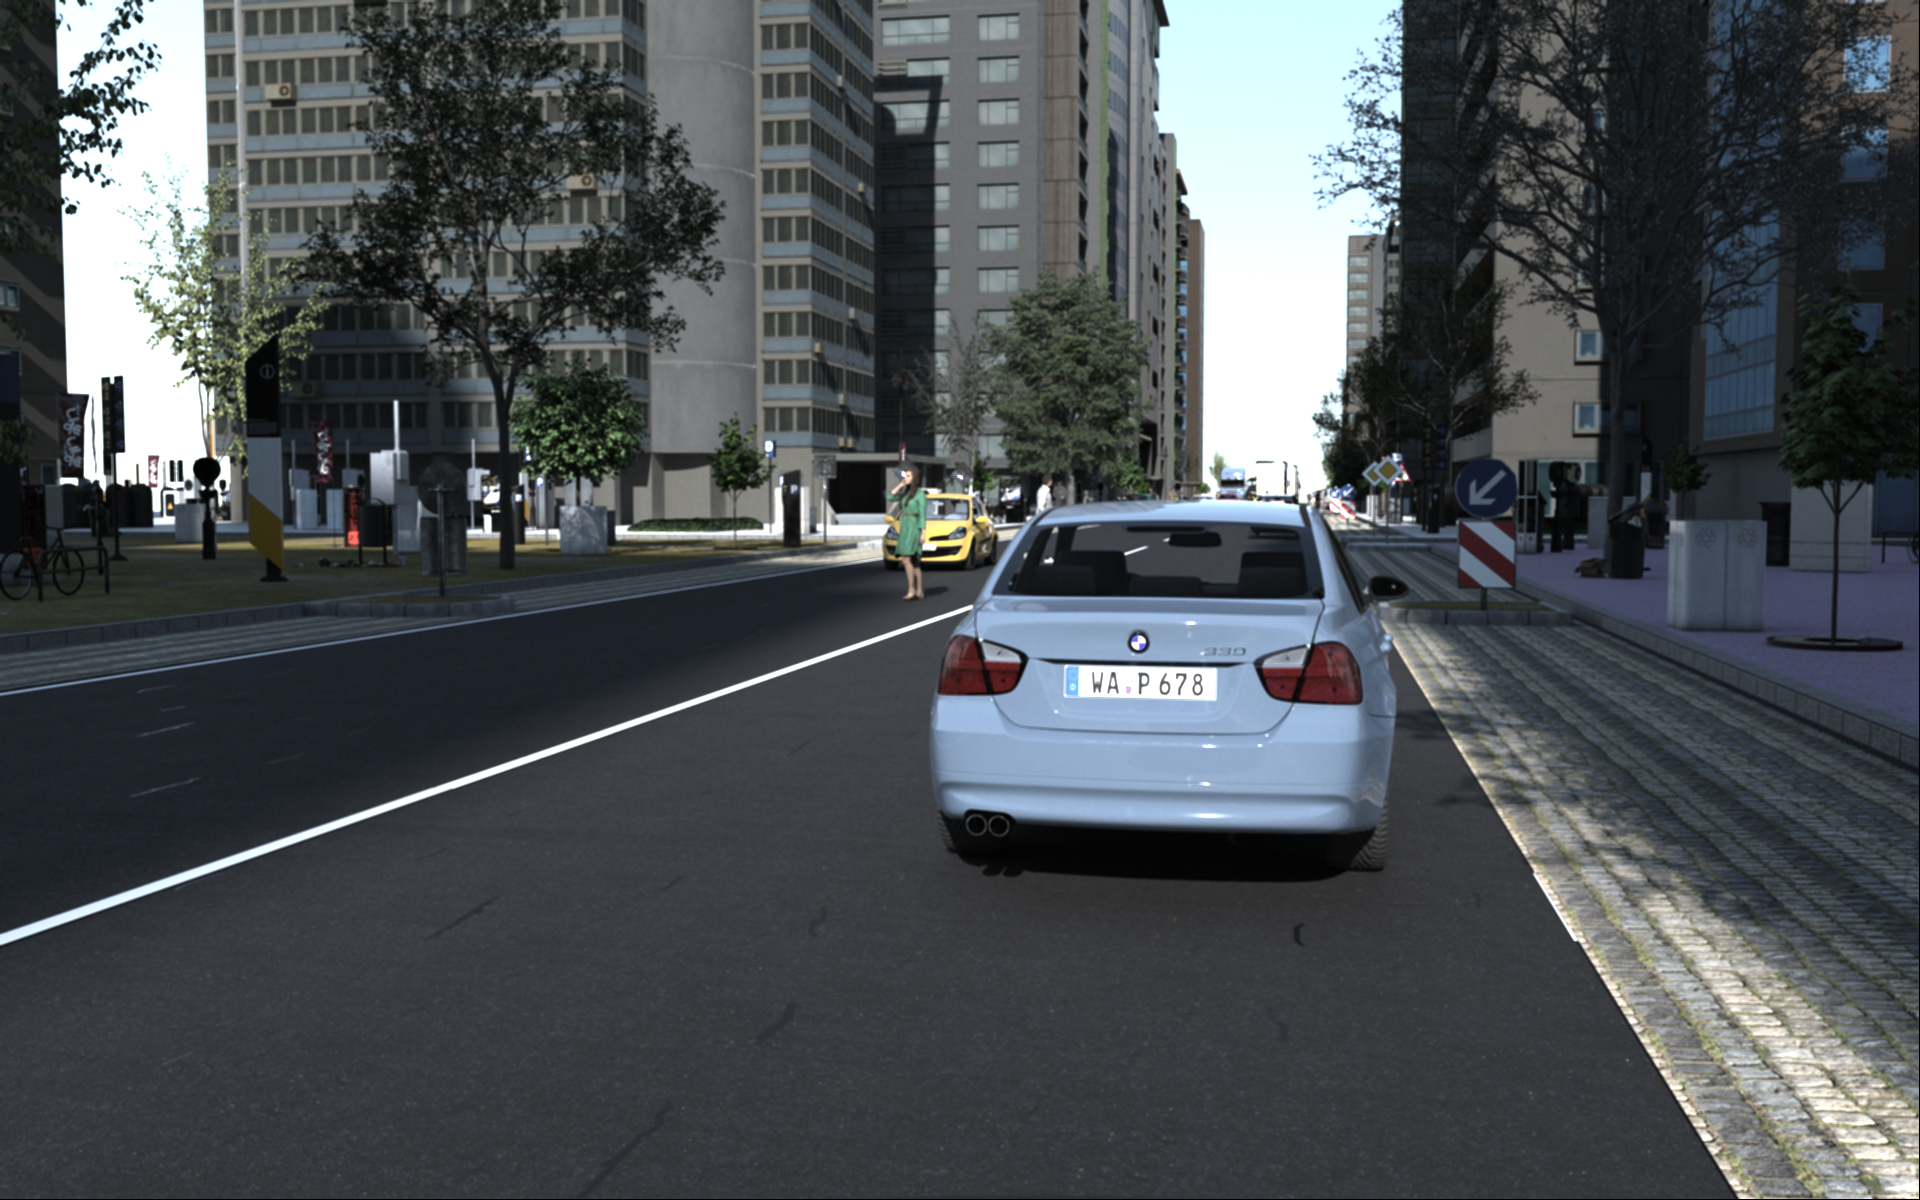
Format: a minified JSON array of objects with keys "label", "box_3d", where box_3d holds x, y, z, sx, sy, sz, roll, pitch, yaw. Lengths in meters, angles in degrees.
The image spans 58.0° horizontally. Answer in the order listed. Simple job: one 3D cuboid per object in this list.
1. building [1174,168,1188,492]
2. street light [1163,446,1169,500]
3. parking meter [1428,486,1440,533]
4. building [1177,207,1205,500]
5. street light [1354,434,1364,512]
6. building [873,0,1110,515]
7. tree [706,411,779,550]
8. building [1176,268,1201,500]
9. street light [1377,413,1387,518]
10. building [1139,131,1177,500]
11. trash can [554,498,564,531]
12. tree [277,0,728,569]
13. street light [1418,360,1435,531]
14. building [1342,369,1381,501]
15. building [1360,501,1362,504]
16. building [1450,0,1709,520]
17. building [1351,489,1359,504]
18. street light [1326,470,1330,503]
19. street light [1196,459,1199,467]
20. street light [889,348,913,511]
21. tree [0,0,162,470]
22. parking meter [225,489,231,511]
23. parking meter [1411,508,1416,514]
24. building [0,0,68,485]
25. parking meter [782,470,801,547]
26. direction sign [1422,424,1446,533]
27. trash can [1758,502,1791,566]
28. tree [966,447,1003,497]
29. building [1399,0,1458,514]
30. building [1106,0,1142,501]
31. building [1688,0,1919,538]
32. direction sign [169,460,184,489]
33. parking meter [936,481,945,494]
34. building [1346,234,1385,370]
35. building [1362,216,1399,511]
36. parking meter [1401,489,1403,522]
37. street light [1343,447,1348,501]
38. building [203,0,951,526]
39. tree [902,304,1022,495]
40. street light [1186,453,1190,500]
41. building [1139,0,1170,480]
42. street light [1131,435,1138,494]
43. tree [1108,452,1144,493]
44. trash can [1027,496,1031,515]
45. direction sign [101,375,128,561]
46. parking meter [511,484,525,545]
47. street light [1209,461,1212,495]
[{"label":"building","box_3d":[18.498,-35.142,229.195,22.147,44.769,28.867,1,4,11]},{"label":"street light","box_3d":[19.412,-11.659,163.419,0.468,5.910,1.993,1,4,11]},{"label":"parking meter","box_3d":[15.663,-2.988,57.266,0.372,1.533,0.369,0,3,0]},{"label":"building","box_3d":[31.324,-38.180,274.356,14.600,45.320,14.200,1,4,11]},{"label":"street light","box_3d":[28.814,-9.292,124.716,0.468,5.910,1.993,1,4,11]},{"label":"building","box_3d":[1.898,-26.204,112.033,14.154,41.232,14.086,1,4,11]},{"label":"tree","box_3d":[-5.215,-2.775,39.976,1.663,3.219,1.824,0,3,0]},{"label":"building","box_3d":[19.477,-34.551,256.787,32.217,40.220,23.993,1,4,11]},{"label":"street light","box_3d":[22.542,-7.331,92.650,0.468,5.910,1.993,1,4,11]},{"label":"building","box_3d":[16.351,-31.079,191.733,14.154,41.232,14.086,1,4,11]},{"label":"trash can","box_3d":[-13.906,-3.018,60.995,0.748,1.137,0.748,0,3,0]},{"label":"tree","box_3d":[-7.665,-5.832,29.766,8.767,10.594,7.601,1,4,15]},{"label":"street light","box_3d":[16.100,-5.329,59.914,0.468,5.910,1.993,1,4,11]},{"label":"building","box_3d":[69.856,-24.844,251.243,27.650,21.520,28.899,1,4,11]},{"label":"building","box_3d":[59.427,-29.959,181.714,32.217,40.220,23.993,1,4,11]},{"label":"building","box_3d":[35.001,-27.922,80.233,21.300,48.544,21.600,1,4,11]},{"label":"building","box_3d":[67.543,-32.537,223.867,32.217,40.220,23.993,1,4,11]},{"label":"street light","box_3d":[59.689,-18.895,281.720,0.468,5.910,1.993,1,4,11]},{"label":"street light","box_3d":[28.967,-14.615,211.746,0.468,5.910,1.993,1,4,11]},{"label":"street light","box_3d":[-1.871,-5.031,55.039,0.468,5.910,1.993,1,4,11]},{"label":"tree","box_3d":[-9.825,-4.000,15.762,4.737,8.622,4.395,0,3,0]},{"label":"parking meter","box_3d":[-39.673,-5.232,93.956,0.372,1.533,0.369,0,3,0]},{"label":"parking meter","box_3d":[29.007,-6.409,110.504,0.255,1.863,0.399,3,5,45]},{"label":"building","box_3d":[-55.989,-27.640,75.620,21.600,48.544,21.300,1,4,11]},{"label":"parking meter","box_3d":[-4.063,-2.204,41.746,0.399,1.863,0.255,-2,4,-31]},{"label":"direction sign","box_3d":[15.415,-3.940,56.415,0.379,3.537,0.876,-3,5,-40]},{"label":"trash can","box_3d":[14.631,-1.177,30.898,0.748,1.137,0.748,0,3,0]},{"label":"tree","box_3d":[0.659,-4.625,70.221,1.663,3.219,1.824,0,3,0]},{"label":"building","box_3d":[36.645,-26.463,116.259,14.154,41.232,14.086,1,4,11]},{"label":"building","box_3d":[3.226,-36.807,143.786,21.231,58.520,28.212,1,4,11]},{"label":"building","box_3d":[32.351,-24.723,54.330,14.200,45.320,14.600,1,4,11]},{"label":"direction sign","box_3d":[-51.697,-7.481,114.316,0.876,3.537,0.379,0,4,-6]},{"label":"parking meter","box_3d":[-0.896,-4.468,78.766,0.399,1.863,0.255,1,4,18]},{"label":"building","box_3d":[67.924,-36.042,272.880,14.154,41.232,14.086,1,4,11]},{"label":"building","box_3d":[54.249,-28.529,158.324,32.217,40.220,23.993,1,4,11]},{"label":"parking meter","box_3d":[20.539,-4.442,81.044,0.372,1.533,0.369,0,3,0]},{"label":"street light","box_3d":[37.122,-11.873,166.919,0.468,5.910,1.993,1,4,11]},{"label":"building","box_3d":[-17.321,-23.754,80.257,32.217,40.220,23.993,1,4,11]},{"label":"tree","box_3d":[0.187,-7.114,66.675,4.360,8.622,3.978,0,3,0]},{"label":"street light","box_3d":[25.756,-13.610,195.314,0.468,5.910,1.993,1,4,11]},{"label":"building","box_3d":[5.450,-35.666,172.369,28.713,52.752,27.495,1,4,11]},{"label":"street light","box_3d":[13.210,-9.705,131.460,0.468,5.910,1.993,1,4,11]},{"label":"tree","box_3d":[11.857,-8.673,125.509,4.285,4.588,4.351,0,3,0]},{"label":"trash can","box_3d":[3.904,-5.700,104.853,0.748,1.137,0.748,0,3,0]},{"label":"direction sign","box_3d":[-16.264,-2.528,33.324,0.876,3.537,0.379,3,5,39]},{"label":"parking meter","box_3d":[-11.270,-2.181,44.072,0.372,1.533,0.369,0,3,0]},{"label":"street light","box_3d":[35.221,-16.567,243.658,0.468,5.910,1.993,1,4,11]}]
